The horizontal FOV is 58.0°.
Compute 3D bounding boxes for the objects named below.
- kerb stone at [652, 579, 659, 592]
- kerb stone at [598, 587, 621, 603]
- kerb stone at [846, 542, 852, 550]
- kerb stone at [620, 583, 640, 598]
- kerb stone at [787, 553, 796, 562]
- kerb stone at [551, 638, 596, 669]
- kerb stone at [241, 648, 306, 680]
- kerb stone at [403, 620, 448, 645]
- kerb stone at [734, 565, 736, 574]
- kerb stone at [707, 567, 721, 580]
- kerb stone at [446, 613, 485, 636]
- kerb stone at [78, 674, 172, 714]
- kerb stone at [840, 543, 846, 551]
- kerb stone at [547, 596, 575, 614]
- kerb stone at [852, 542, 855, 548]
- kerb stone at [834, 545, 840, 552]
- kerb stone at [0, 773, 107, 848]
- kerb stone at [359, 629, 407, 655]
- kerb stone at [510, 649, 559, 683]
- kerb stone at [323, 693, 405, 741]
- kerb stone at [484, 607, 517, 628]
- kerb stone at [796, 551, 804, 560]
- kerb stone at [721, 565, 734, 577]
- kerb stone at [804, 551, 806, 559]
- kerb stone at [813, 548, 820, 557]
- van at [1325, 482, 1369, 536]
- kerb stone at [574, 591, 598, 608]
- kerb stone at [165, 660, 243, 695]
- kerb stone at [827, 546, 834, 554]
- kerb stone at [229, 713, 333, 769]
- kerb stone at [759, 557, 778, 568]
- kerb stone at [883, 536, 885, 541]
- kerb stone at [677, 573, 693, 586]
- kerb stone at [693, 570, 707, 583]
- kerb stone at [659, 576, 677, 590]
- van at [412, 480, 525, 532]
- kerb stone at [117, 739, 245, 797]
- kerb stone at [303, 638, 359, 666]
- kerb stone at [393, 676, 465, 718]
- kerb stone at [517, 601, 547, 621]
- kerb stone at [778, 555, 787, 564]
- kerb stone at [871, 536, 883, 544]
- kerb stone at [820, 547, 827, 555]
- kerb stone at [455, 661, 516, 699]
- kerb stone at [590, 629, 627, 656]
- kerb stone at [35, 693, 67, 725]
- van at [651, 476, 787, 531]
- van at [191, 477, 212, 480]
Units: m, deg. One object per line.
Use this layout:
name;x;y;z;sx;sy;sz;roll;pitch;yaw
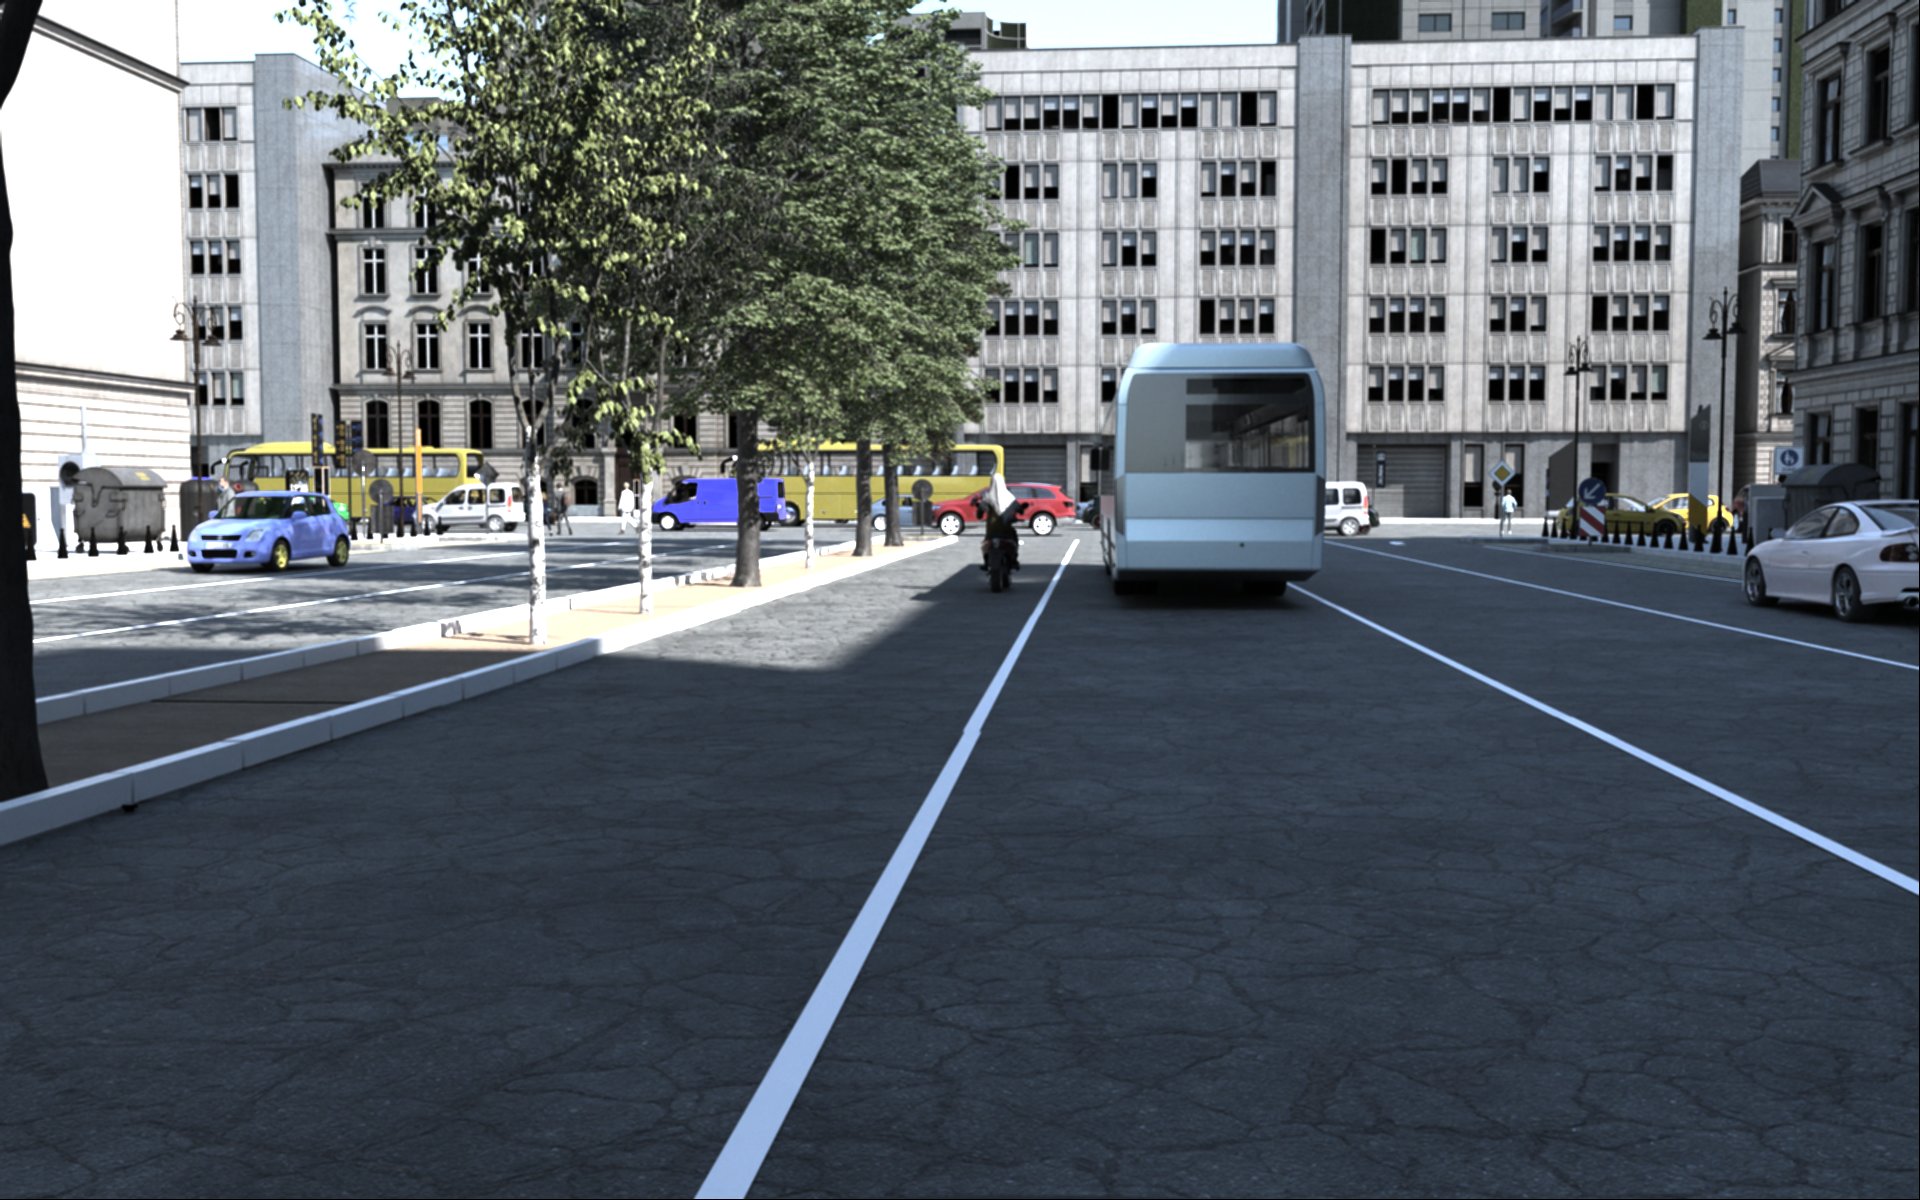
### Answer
kerb stone;-4.570;-0.172;25.024;0.120;0.150;1.000;0;4;5
kerb stone;-4.732;-0.048;22.975;0.120;0.150;1.000;0;4;5
kerb stone;-2.964;-1.366;44.546;0.120;0.150;1.000;0;4;5
kerb stone;-4.660;-0.110;24.001;0.120;0.150;1.000;0;4;5
kerb stone;-3.646;-0.865;36.333;0.120;0.150;1.000;0;4;5
kerb stone;-3.311;0.461;14.654;0.120;0.150;1.000;0;4;5
kerb stone;-5.501;0.520;13.745;0.120;0.150;1.000;0;4;5
kerb stone;-5.244;0.331;16.818;0.120;0.150;1.000;0;4;5
kerb stone;-4.061;-0.545;31.185;0.120;0.150;1.000;0;4;5
kerb stone;-4.235;-0.422;29.137;0.120;0.150;1.000;0;4;5
kerb stone;-5.161;0.266;17.851;0.120;0.150;1.000;0;4;5
kerb stone;-5.667;0.642;11.697;0.120;0.150;1.000;0;4;5
kerb stone;-3.056;-1.304;43.520;0.120;0.150;1.000;0;4;5
kerb stone;-4.900;0.078;20.928;0.120;0.150;1.000;0;4;5
kerb stone;-2.886;-1.427;45.570;0.120;0.150;1.000;0;4;5
kerb stone;-3.135;-1.240;42.496;0.120;0.150;1.000;0;4;5
kerb stone;-3.907;0.901;7.463;0.120;0.150;1.000;0;4;5
kerb stone;-5.329;0.401;15.793;0.120;0.150;1.000;0;4;5
kerb stone;-3.394;0.526;13.626;0.120;0.150;1.000;0;4;5
kerb stone;-3.656;0.715;10.547;0.120;0.150;1.000;0;4;5
kerb stone;-5.080;0.203;18.875;0.120;0.150;1.000;0;4;5
kerb stone;-3.567;-0.927;37.359;0.120;0.150;1.000;0;4;5
kerb stone;-4.152;-0.487;30.161;0.120;0.150;1.000;0;4;5
kerb stone;-3.472;-0.990;38.386;0.120;0.150;1.000;0;4;5
kerb stone;-3.389;-1.053;39.410;0.120;0.150;1.000;0;4;5
van;11.926;-3.208;59.470;4.112;2.044;2.013;0;4;6
kerb stone;-4.827;0.016;21.952;0.120;0.150;1.000;0;4;5
kerb stone;-5.591;0.579;12.722;0.120;0.150;1.000;0;4;5
kerb stone;-3.215;-1.179;41.466;0.120;0.150;1.000;0;4;5
kerb stone;-3.742;0.775;9.521;0.120;0.150;1.000;0;4;5
kerb stone;-3.804;-0.739;34.273;0.120;0.150;1.000;0;4;5
kerb stone;-2.378;-1.802;51.730;0.120;0.150;1.000;0;4;5
kerb stone;-4.395;-0.299;27.083;0.120;0.150;1.000;0;4;5
kerb stone;-4.319;-0.361;28.113;0.120;0.150;1.000;0;4;5
kerb stone;-4.485;-0.233;26.054;0.120;0.150;1.000;0;4;5
van;-18.712;-3.598;65.834;4.112;2.044;2.013;0;4;5
kerb stone;-3.824;0.841;8.487;0.120;0.150;1.000;0;4;5
kerb stone;-5.418;0.456;14.769;0.120;0.150;1.000;0;4;5
kerb stone;-3.571;0.650;11.571;0.120;0.150;1.000;0;4;5
kerb stone;-4.993;0.144;19.905;0.120;0.150;1.000;0;4;5
kerb stone;-3.726;-0.798;35.310;0.120;0.150;1.000;0;4;5
kerb stone;-2.457;-1.743;50.705;0.120;0.150;1.000;0;4;5
kerb stone;-3.310;-1.116;40.443;0.120;0.150;1.000;0;4;5
kerb stone;-3.478;0.587;12.599;0.120;0.150;1.000;0;4;5
kerb stone;-3.237;0.399;15.678;0.120;0.150;1.000;0;4;5
kerb stone;-5.754;0.708;10.672;0.120;0.150;1.000;0;4;5
van;-9.455;-3.861;67.512;5.245;2.365;2.240;0;4;4
van;-30.340;-3.642;63.937;5.245;2.365;2.240;0;4;7
